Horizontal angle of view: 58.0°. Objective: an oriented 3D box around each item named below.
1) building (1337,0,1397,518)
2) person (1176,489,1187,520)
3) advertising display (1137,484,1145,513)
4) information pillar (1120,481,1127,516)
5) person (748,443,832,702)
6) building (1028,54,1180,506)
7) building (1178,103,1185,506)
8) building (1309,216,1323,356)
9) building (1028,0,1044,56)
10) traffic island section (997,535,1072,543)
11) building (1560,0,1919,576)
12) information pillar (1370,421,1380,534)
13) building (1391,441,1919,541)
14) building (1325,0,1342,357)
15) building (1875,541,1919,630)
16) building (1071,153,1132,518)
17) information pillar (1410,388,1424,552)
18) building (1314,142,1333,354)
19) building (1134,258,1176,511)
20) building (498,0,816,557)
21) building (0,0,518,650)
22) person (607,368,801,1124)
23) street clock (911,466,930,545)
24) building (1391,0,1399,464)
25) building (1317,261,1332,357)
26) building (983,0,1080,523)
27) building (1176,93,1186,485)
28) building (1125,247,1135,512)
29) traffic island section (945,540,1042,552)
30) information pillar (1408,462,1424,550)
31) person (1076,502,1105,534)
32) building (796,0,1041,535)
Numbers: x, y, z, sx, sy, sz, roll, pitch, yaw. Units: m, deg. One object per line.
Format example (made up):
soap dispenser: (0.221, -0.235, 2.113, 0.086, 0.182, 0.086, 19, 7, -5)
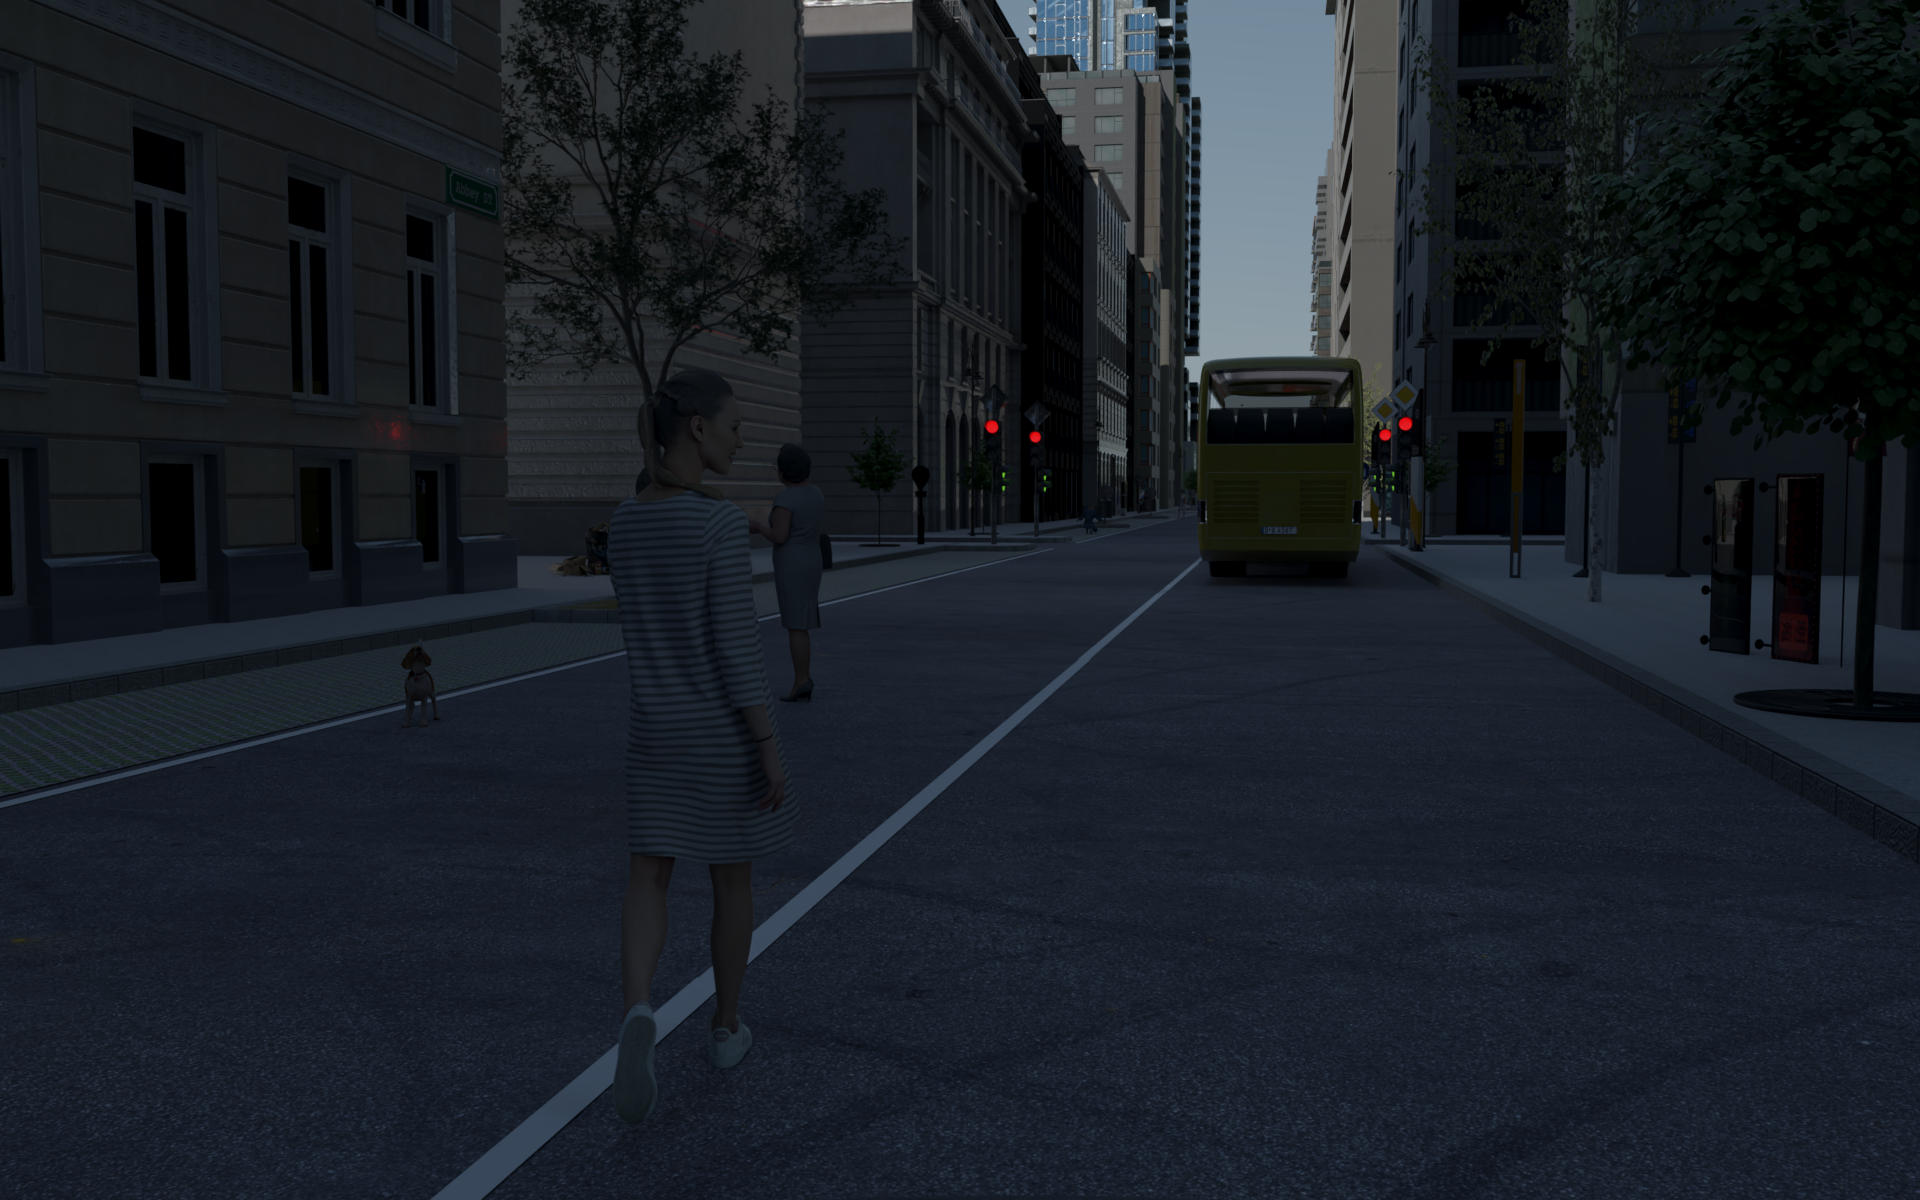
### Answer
building: (33.547, -29.220, 101.456, 21.300, 48.544, 21.600, 1, 4, 10)
person: (12.281, -5.265, 95.594, 0.522, 1.701, 0.512, 3, 5, 44)
advertising display: (12.018, -6.728, 115.218, 0.123, 1.923, 0.974, 2, 4, 32)
information pillar: (9.555, -5.908, 101.079, 0.304, 2.012, 0.304, 2, 4, 24)
person: (-1.169, -0.196, 12.060, 0.532, 1.782, 0.716, 2, 4, 27)
building: (12.840, -29.349, 163.444, 14.154, 41.232, 14.086, 1, 4, 10)
building: (15.473, -30.193, 177.256, 14.154, 41.232, 14.086, 1, 4, 10)
building: (64.692, -37.281, 264.168, 22.147, 44.769, 28.867, 1, 4, 10)
building: (20.149, -55.799, 224.976, 22.319, 86.520, 31.000, 1, 4, 10)
traffic island section: (2.280, -1.824, 52.103, 2.009, 0.180, 2.903, 1, 4, 10)
building: (18.633, -21.302, 31.887, 14.154, 41.232, 14.086, 1, 4, 10)
information pillar: (13.382, -3.944, 55.847, 0.183, 3.616, 0.504, -1, 4, -10)
building: (26.486, -38.002, 59.584, 20.611, 71.187, 20.563, 1, 4, 10)
building: (48.598, -34.947, 160.615, 28.713, 52.752, 27.495, 1, 4, 10)
building: (17.199, -34.541, 2.993, 20.563, 71.187, 20.611, 1, 4, 10)
building: (4.374, -15.436, 101.523, 9.793, 20.994, 18.267, 1, 4, 10)
information pillar: (10.187, -2.890, 38.612, 0.183, 3.616, 0.504, 0, 4, -5)
building: (59.400, -37.605, 234.445, 23.786, 49.044, 30.456, 1, 4, 10)
building: (3.097, -18.255, 143.501, 27.650, 21.520, 28.899, 1, 4, 10)
building: (-13.962, -12.965, 40.852, 19.941, 23.489, 11.050, 1, 4, 10)
building: (-13.925, -13.978, 14.442, 13.634, 28.700, 20.117, 1, 4, 10)
person: (-0.635, 0.312, 4.156, 0.466, 1.731, 0.760, 0, 4, 2)
street clock: (-0.995, -2.414, 44.043, 0.471, 2.002, 0.358, 0, 4, 1)
building: (26.860, -26.078, 76.494, 14.600, 45.320, 14.200, 1, 4, 10)
building: (51.163, -27.046, 213.905, 14.160, 30.474, 14.107, 1, 4, 10)
building: (-0.936, -15.623, 85.118, 12.332, 23.373, 15.834, 1, 4, 10)
building: (17.482, -33.109, 191.434, 14.600, 45.320, 14.200, 1, 4, 10)
building: (5.175, -17.684, 118.813, 12.332, 23.373, 15.834, 1, 4, 10)
traffic island section: (0.843, -1.344, 44.247, 2.009, 0.180, 2.903, 1, 4, 10)
information pillar: (10.464, -2.157, 39.754, 0.304, 2.012, 0.304, 0, 4, 5)
person: (4.596, -2.933, 61.955, 1.012, 1.151, 0.738, 2, 4, 24)
building: (-5.154, -13.694, 65.695, 13.314, 21.916, 24.055, 1, 4, 10)
